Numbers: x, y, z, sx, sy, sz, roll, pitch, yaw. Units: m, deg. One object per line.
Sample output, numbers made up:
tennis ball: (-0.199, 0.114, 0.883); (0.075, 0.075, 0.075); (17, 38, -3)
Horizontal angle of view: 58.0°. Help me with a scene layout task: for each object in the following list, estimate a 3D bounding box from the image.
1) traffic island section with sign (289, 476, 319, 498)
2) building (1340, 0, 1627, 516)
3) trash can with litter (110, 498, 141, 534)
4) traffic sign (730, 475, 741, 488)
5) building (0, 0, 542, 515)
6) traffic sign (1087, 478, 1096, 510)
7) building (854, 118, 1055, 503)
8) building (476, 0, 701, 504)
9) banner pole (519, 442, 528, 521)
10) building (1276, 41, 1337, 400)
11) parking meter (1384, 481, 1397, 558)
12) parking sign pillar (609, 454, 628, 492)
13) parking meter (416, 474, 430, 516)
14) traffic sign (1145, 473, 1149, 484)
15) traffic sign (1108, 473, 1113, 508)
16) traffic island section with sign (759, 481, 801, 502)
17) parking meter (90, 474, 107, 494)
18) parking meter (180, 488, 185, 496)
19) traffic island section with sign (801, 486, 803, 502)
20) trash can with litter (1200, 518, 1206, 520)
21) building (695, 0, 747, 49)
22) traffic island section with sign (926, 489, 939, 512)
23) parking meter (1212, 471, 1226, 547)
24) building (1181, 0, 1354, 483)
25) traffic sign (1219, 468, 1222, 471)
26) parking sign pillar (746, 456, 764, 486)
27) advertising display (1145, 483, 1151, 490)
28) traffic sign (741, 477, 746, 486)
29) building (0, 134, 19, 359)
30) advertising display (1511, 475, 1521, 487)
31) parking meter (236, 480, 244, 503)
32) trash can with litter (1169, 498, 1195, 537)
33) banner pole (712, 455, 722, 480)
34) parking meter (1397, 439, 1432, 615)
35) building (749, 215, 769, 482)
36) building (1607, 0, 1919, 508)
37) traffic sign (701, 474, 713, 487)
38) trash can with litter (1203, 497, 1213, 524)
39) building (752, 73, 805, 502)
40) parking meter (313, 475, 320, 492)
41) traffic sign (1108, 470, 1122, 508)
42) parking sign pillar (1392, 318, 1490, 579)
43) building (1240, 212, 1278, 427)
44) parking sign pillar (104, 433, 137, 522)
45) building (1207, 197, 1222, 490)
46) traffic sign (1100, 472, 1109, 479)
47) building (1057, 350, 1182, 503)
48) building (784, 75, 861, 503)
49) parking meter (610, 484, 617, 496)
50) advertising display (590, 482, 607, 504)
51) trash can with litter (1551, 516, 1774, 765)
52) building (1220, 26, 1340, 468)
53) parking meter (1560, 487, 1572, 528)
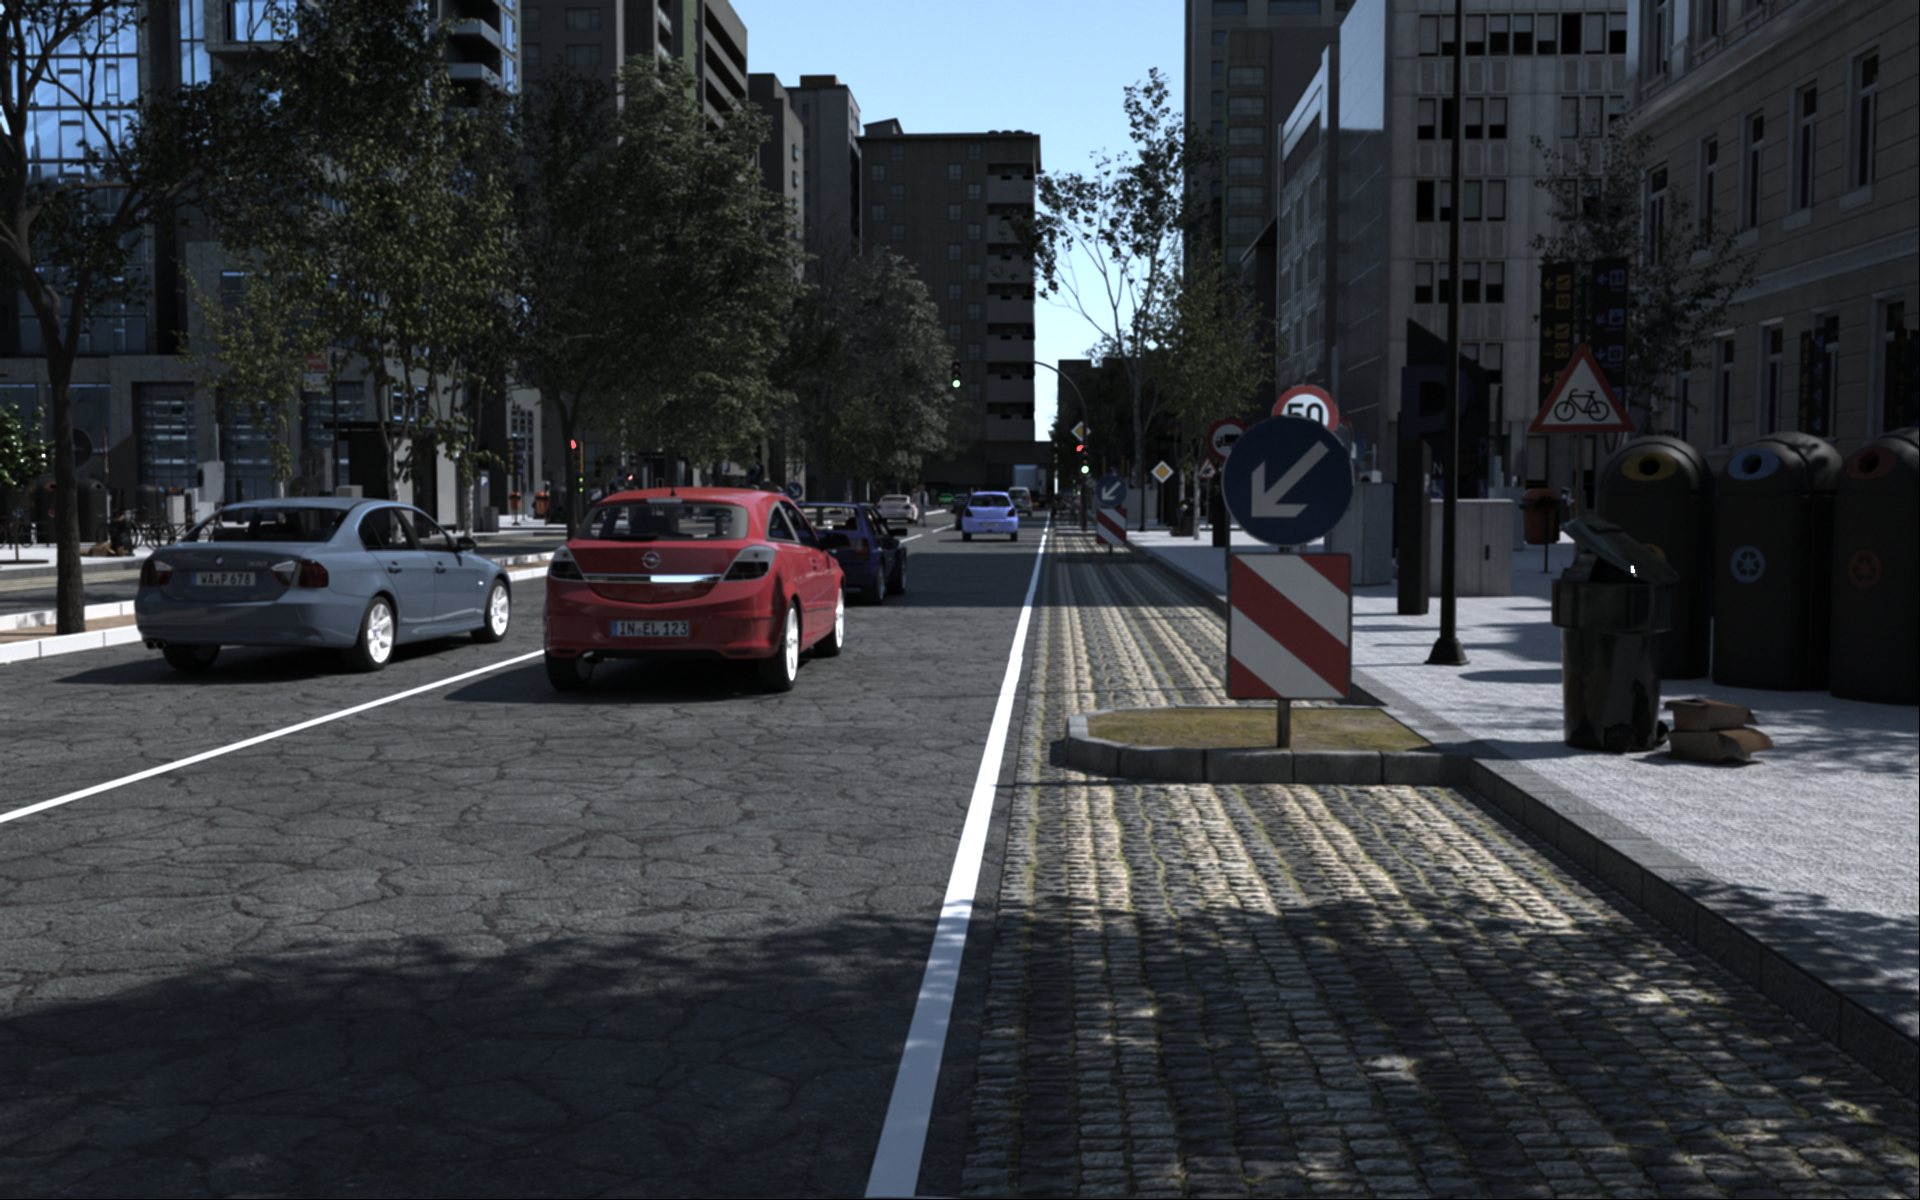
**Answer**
traffic island section with sign: (-14.231, -1.736, 37.008); (1.989, 1.847, 2.006); (0, 4, 3)
building: (28.678, -16.092, 81.128); (19.932, 24.808, 12.078); (0, 4, 3)
trash can with litter: (-27.507, -2.763, 56.239); (1.678, 1.210, 2.233); (-2, 4, -35)
traffic sign: (-14.774, -6.960, 113.902); (0.768, 2.556, 0.104); (1, 4, 8)
building: (-36.797, -47.761, 93.568); (22.319, 86.520, 31.000); (0, 4, 3)
traffic sign: (10.329, -8.346, 136.568); (0.768, 2.556, 0.104); (1, 4, 12)
building: (0.055, -40.448, 250.564); (27.495, 52.752, 28.713); (0, 4, 3)
building: (-27.731, -27.222, 128.672); (14.154, 41.232, 14.086); (0, 4, 3)
banner pole: (-21.013, -5.716, 83.480); (0.401, 3.779, 0.863); (0, 4, -2)
building: (25.726, -17.277, 100.497); (12.078, 24.808, 19.932); (0, 4, 3)
parking meter: (8.598, -1.615, 34.820); (0.372, 1.533, 0.369); (0, 3, 0)
parking sign pillar: (-22.908, -7.808, 116.129); (1.447, 3.967, 1.447); (3, 4, 37)
parking meter: (-15.478, -2.703, 49.909); (0.255, 1.863, 0.399); (-3, 5, -41)
traffic sign: (10.345, -6.016, 98.468); (0.768, 2.556, 0.104); (1, 4, 9)
traffic sign: (8.498, -5.894, 96.480); (0.768, 2.556, 0.104); (0, 4, 7)
traffic island section with sign: (-6.717, -3.151, 59.663); (2.006, 1.907, 1.989); (0, 4, 3)
parking meter: (-24.755, -2.696, 49.792); (0.399, 1.863, 0.255); (-3, 5, -41)
parking meter: (-30.690, -3.685, 68.665); (0.372, 1.533, 0.369); (0, 3, 0)
traffic island section with sign: (-6.305, -3.604, 67.058); (2.006, 1.907, 1.989); (0, 4, 3)
trash can with litter: (12.150, -4.619, 86.573); (2.233, 1.210, 1.678); (-1, 4, -18)
building: (-31.262, -32.478, 154.709); (21.300, 48.544, 21.600); (0, 4, 3)
traffic island section with sign: (-2.230, -8.193, 142.087); (2.006, 1.907, 1.989); (0, 4, 3)
parking meter: (6.307, -2.212, 41.871); (0.399, 1.863, 0.255); (-3, 5, -40)
building: (35.091, -39.664, 190.509); (21.231, 58.520, 28.212); (0, 4, 3)
traffic sign: (10.325, -3.976, 67.134); (0.606, 2.300, 0.079); (0, 4, 4)
parking sign pillar: (-13.161, -7.516, 111.355); (1.447, 3.967, 1.447); (3, 5, 40)
advertising display: (11.140, -5.851, 100.885); (0.974, 1.923, 0.123); (0, 4, 2)
traffic sign: (-15.357, -7.619, 124.684); (0.768, 2.556, 0.104); (0, 4, 4)
building: (-65.424, -15.192, 93.421); (28.899, 21.520, 27.650); (0, 4, 3)
advertising display: (18.468, -3.202, 57.563); (0.123, 1.923, 0.974); (0, 4, 7)
parking meter: (-30.300, -4.109, 72.901); (0.255, 1.863, 0.399); (-1, 4, -12)
trash can with litter: (6.655, -2.492, 52.139); (0.624, 1.170, 1.055); (-2, 4, -27)
banner pole: (-15.677, -7.474, 112.216); (0.863, 3.779, 0.401); (-2, 4, -26)
parking meter: (4.845, -0.780, 18.461); (0.255, 1.863, 0.399); (2, 4, 30)
building: (-27.193, -24.537, 172.887); (14.160, 30.474, 14.107); (0, 4, 3)
building: (22.899, -15.232, 34.949); (13.634, 28.700, 20.117); (0, 4, 3)
traffic sign: (-15.796, -6.597, 107.975); (0.768, 2.556, 0.104); (0, 4, 7)
trash can with litter: (10.763, -3.843, 74.224); (0.624, 1.170, 1.055); (1, 4, 13)
building: (-29.753, -35.102, 197.625); (21.600, 48.544, 21.300); (0, 4, 3)
parking meter: (-20.242, -2.967, 54.224); (0.255, 1.863, 0.399); (1, 4, 17)
traffic sign: (8.039, -5.487, 89.821); (0.768, 2.556, 0.104); (1, 4, 11)
parking sign pillar: (7.293, -2.306, 26.175); (1.447, 3.967, 1.447); (3, 5, 41)
building: (28.960, -18.749, 125.614); (14.314, 24.678, 30.058); (0, 4, 3)
parking sign pillar: (-36.725, -5.339, 75.769); (1.447, 3.967, 1.447); (2, 4, 32)
building: (31.214, -24.363, 170.041); (14.160, 30.474, 14.107); (0, 4, 3)
traffic sign: (8.381, -6.047, 98.970); (0.768, 2.556, 0.104); (1, 4, 12)
building: (28.496, -24.683, 248.610); (28.899, 21.520, 27.650); (0, 4, 3)
building: (-28.507, -43.142, 247.376); (28.212, 58.520, 21.231); (0, 4, 3)
parking meter: (-20.740, -5.996, 103.748); (0.399, 1.863, 0.255); (0, 4, 0)
advertising display: (-19.447, -5.355, 92.764); (0.974, 1.923, 0.123); (3, 4, 37)
trash can with litter: (3.497, 0.169, 8.617); (0.624, 1.170, 1.055); (-3, 5, -42)
building: (30.384, -28.873, 155.664); (14.154, 41.232, 14.086); (0, 4, 3)
parking meter: (22.846, -3.479, 65.289); (0.372, 1.533, 0.369); (0, 3, 0)
